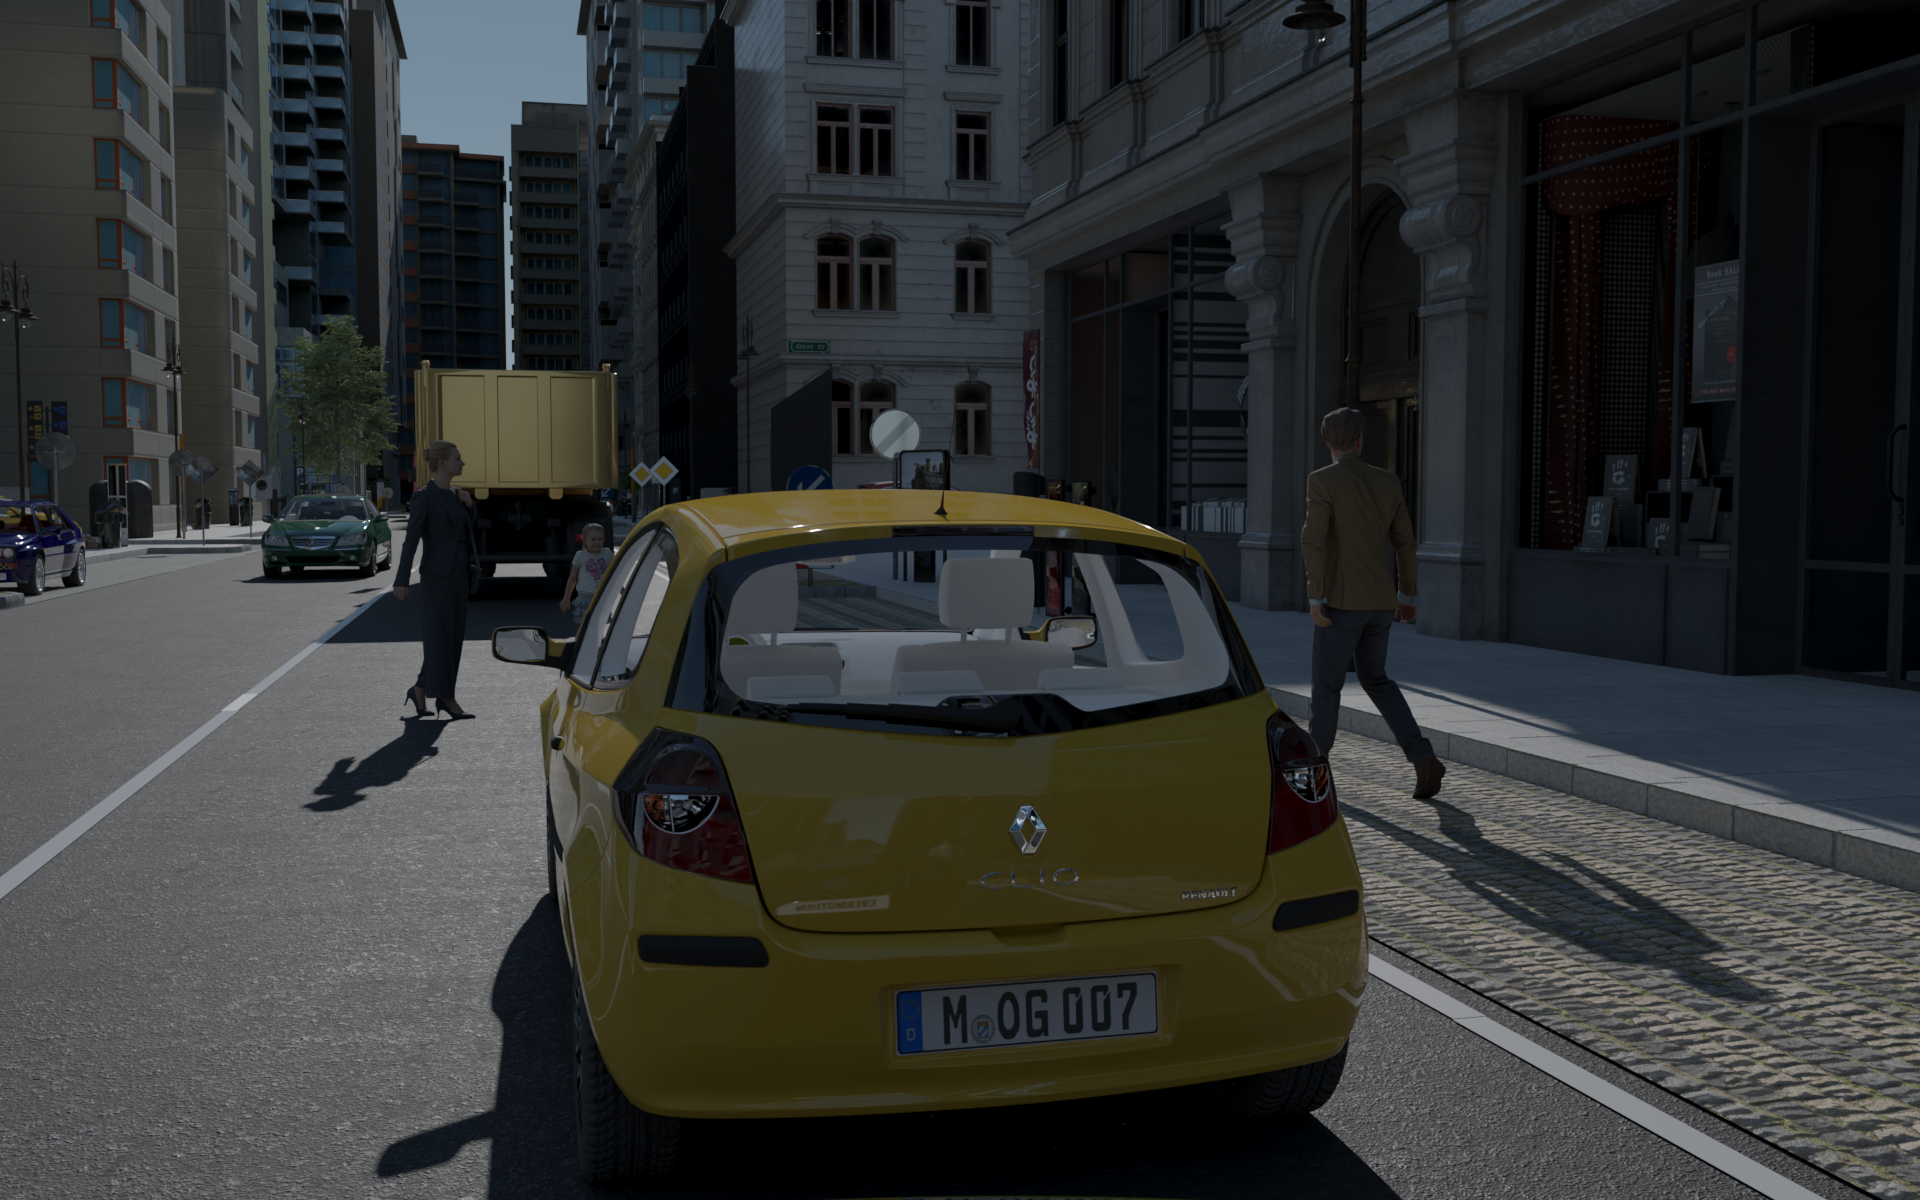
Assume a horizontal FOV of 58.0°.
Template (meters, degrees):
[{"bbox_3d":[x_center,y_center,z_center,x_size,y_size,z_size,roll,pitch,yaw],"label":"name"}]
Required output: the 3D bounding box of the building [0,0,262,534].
[{"bbox_3d":[-43.377,-13.473,65.315,27.650,21.520,28.899,-1,4,-14],"label":"building"}]

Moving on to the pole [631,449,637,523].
[{"bbox_3d":[-14.638,-5.128,77.685,0.158,3.312,0.155,0,3,0],"label":"pole"}]

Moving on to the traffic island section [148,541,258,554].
[{"bbox_3d":[-18.682,-1.251,42.740,2.009,0.180,2.903,-1,4,-14],"label":"traffic island section"}]

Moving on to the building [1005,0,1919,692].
[{"bbox_3d":[5.628,-10.756,26.770,10.553,20.767,40.483,-1,4,-14],"label":"building"}]

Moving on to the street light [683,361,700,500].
[{"bbox_3d":[-9.307,-5.340,60.096,0.468,5.910,1.993,-1,4,-14],"label":"street light"}]

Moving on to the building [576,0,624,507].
[{"bbox_3d":[-23.163,-35.801,174.578,28.713,52.752,27.495,-1,4,-14],"label":"building"}]

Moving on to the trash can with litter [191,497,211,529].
[{"bbox_3d":[-27.732,-3.162,63.093,1.055,1.170,0.624,3,5,42],"label":"trash can with litter"}]

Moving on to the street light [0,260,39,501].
[{"bbox_3d":[-18.657,-3.766,34.366,0.468,5.910,1.993,-1,4,-14],"label":"street light"}]

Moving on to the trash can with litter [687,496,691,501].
[{"bbox_3d":[-10.941,-3.587,69.698,1.678,1.210,2.233,-1,4,-12],"label":"trash can with litter"}]

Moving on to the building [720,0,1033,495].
[{"bbox_3d":[3.605,-16.887,63.491,23.554,28.519,14.401,-1,4,-14],"label":"building"}]

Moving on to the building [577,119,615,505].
[{"bbox_3d":[-35.459,-31.200,193.706,14.154,41.232,14.086,-1,4,-14],"label":"building"}]

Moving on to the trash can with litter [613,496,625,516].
[{"bbox_3d":[-19.725,-5.398,99.652,1.055,1.170,0.624,-1,4,-19],"label":"trash can with litter"}]

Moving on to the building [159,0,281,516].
[{"bbox_3d":[-46.047,-25.156,94.895,14.154,41.232,14.086,-1,4,-14],"label":"building"}]

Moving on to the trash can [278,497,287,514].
[{"bbox_3d":[-36.116,-4.915,92.006,0.748,1.137,0.748,0,3,0],"label":"trash can"}]

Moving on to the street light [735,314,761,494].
[{"bbox_3d":[-5.465,-4.399,44.717,0.468,5.910,1.993,-1,4,-14],"label":"street light"}]

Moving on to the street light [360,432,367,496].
[{"bbox_3d":[-39.525,-8.697,114.989,0.468,5.910,1.993,-1,4,-14],"label":"street light"}]

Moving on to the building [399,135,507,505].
[{"bbox_3d":[-70.480,-34.166,213.231,28.867,44.769,22.147,-1,4,-14],"label":"building"}]

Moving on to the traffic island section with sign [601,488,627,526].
[{"bbox_3d":[-15.907,-4.188,77.101,1.989,1.847,2.006,-1,4,-14],"label":"traffic island section with sign"}]

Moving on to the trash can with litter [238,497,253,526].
[{"bbox_3d":[-28.547,-3.527,69.056,0.624,1.170,1.055,-2,4,-32],"label":"trash can with litter"}]

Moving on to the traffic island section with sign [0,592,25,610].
[{"bbox_3d":[-12.899,-0.792,21.582,1.989,1.847,2.006,-1,4,-14],"label":"traffic island section with sign"}]

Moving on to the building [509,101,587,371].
[{"bbox_3d":[-45.661,-36.420,219.167,21.600,48.544,21.300,-1,4,-14],"label":"building"}]

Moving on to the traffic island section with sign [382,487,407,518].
[{"bbox_3d":[-33.687,-5.716,102.089,1.989,1.847,2.006,-1,4,-14],"label":"traffic island section with sign"}]

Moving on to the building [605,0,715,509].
[{"bbox_3d":[-18.038,-32.204,146.143,23.786,49.044,30.456,-1,4,-14],"label":"building"}]

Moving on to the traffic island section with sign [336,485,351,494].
[{"bbox_3d":[-26.810,-4.088,75.461,1.989,1.847,2.006,-1,4,-14],"label":"traffic island section with sign"}]

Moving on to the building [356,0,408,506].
[{"bbox_3d":[-71.356,-35.971,177.358,27.495,52.752,28.713,-1,4,-14],"label":"building"}]

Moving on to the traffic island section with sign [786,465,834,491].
[{"bbox_3d":[-2.351,-0.978,24.613,1.989,1.847,2.006,-1,4,-14],"label":"traffic island section with sign"}]

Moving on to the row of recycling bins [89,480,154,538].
[{"bbox_3d":[-24.994,-2.714,51.494,1.069,1.692,3.534,-3,5,-43],"label":"row of recycling bins"}]

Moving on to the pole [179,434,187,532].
[{"bbox_3d":[-26.251,-3.955,58.513,0.158,3.312,0.155,0,3,0],"label":"pole"}]

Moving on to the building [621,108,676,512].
[{"bbox_3d":[-15.014,-20.138,116.650,14.401,28.519,23.554,-1,4,-14],"label":"building"}]

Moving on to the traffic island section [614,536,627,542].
[{"bbox_3d":[-9.745,-1.896,53.282,2.009,0.180,2.903,-1,4,-14],"label":"traffic island section"}]

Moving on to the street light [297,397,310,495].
[{"bbox_3d":[-31.234,-6.706,82.430,0.468,5.910,1.993,-1,4,-14],"label":"street light"}]

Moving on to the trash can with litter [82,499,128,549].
[{"bbox_3d":[-20.114,-1.785,40.580,0.624,1.170,1.055,2,4,28],"label":"trash can with litter"}]

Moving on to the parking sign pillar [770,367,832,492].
[{"bbox_3d":[-3.395,-2.968,36.994,1.447,3.967,1.447,-1,4,-10],"label":"parking sign pillar"}]

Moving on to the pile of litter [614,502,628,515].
[{"bbox_3d":[-20.622,-5.564,104.930,1.719,0.858,1.176,1,4,18],"label":"pile of litter"}]

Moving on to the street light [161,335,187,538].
[{"bbox_3d":[-22.819,-4.748,50.417,0.468,5.910,1.993,-1,4,-14],"label":"street light"}]

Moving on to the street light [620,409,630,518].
[{"bbox_3d":[-17.884,-7.327,92.578,0.468,5.910,1.993,-1,4,-14],"label":"street light"}]

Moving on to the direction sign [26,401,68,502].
[{"bbox_3d":[-22.189,-3.070,42.191,0.876,3.537,0.379,-2,4,-25],"label":"direction sign"}]

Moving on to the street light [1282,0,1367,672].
[{"bbox_3d":[2.821,-2.421,12.368,0.468,5.910,1.993,-1,4,-14],"label":"street light"}]

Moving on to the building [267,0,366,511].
[{"bbox_3d":[-57.815,-50.172,132.978,22.319,86.520,31.000,-1,4,-14],"label":"building"}]

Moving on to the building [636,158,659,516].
[{"bbox_3d":[-12.272,-15.093,95.929,9.793,20.994,18.267,-1,4,-14],"label":"building"}]

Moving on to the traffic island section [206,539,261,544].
[{"bbox_3d":[-20.680,-1.724,50.472,2.009,0.180,2.903,-1,4,-14],"label":"traffic island section"}]

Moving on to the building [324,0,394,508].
[{"bbox_3d":[-59.491,-31.009,157.100,14.600,45.320,14.200,-1,4,-14],"label":"building"}]

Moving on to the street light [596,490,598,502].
[{"bbox_3d":[-26.297,-9.328,125.304,0.468,5.910,1.993,-1,4,-14],"label":"street light"}]

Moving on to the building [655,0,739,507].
[{"bbox_3d":[-7.021,-15.275,79.419,12.332,23.373,15.834,-1,4,-14],"label":"building"}]
